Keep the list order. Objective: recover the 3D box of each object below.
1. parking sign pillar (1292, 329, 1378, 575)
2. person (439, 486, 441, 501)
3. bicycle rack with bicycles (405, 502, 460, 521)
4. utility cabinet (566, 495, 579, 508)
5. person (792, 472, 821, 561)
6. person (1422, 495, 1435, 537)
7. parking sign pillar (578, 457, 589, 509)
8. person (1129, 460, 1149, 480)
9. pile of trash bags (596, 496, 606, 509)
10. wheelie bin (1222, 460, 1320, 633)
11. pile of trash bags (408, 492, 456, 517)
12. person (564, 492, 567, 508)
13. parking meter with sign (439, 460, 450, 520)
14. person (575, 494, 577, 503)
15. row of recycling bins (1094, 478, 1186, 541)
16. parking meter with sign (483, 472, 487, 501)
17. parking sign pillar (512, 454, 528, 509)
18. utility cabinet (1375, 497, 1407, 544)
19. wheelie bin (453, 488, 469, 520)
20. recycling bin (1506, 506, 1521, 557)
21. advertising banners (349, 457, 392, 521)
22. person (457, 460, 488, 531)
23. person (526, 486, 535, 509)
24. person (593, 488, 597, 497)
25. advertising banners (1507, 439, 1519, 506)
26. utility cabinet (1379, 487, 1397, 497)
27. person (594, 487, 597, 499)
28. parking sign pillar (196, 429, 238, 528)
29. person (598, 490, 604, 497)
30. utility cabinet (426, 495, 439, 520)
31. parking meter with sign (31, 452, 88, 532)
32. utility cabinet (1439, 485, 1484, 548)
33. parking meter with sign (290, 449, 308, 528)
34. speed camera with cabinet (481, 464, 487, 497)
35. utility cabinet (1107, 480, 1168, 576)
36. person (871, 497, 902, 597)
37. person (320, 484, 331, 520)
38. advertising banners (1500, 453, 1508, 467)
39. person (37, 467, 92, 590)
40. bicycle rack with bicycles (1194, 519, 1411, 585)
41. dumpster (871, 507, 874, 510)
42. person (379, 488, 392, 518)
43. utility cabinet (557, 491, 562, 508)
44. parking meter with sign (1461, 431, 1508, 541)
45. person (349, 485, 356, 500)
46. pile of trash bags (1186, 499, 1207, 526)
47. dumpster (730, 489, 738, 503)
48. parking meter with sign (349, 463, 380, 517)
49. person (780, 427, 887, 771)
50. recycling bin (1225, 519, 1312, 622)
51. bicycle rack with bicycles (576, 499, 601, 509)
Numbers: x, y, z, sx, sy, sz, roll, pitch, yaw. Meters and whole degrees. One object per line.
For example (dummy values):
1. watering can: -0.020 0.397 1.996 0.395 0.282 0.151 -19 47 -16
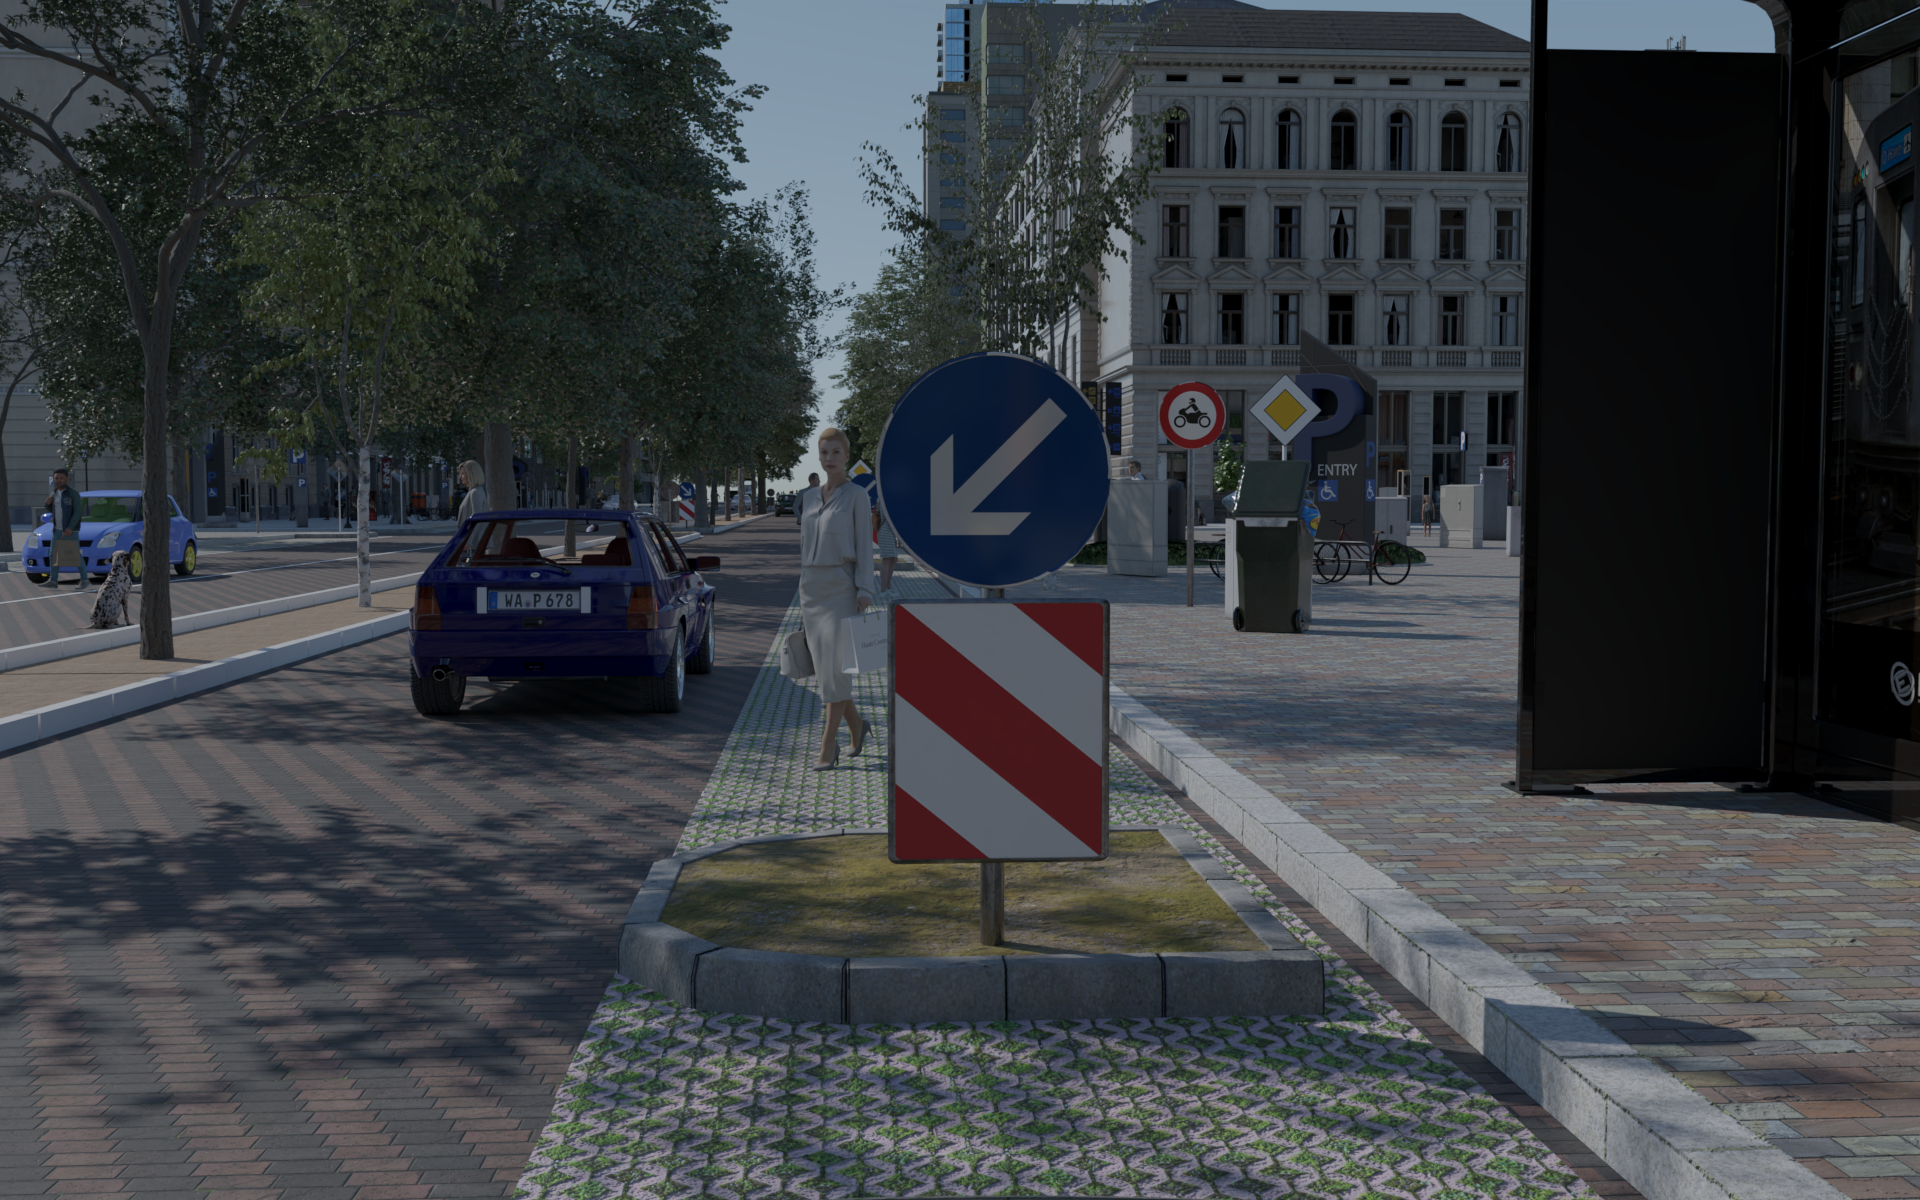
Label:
1. parking sign pillar: 6.030 -2.415 27.951 1.447 3.967 1.447 3 4 38
2. person: -33.091 -6.405 110.795 0.654 1.822 0.581 1 4 23
3. bicycle rack with bicycles: -25.228 -4.254 82.927 2.925 0.926 2.852 0 4 2
4. utility cabinet: -29.640 -7.416 132.408 1.020 1.237 0.306 1 4 16
5. person: -2.612 -1.331 30.369 0.391 1.810 0.635 3 4 37
6. person: 14.088 -2.531 52.096 0.362 1.253 0.373 1 4 19
7. parking sign pillar: -27.173 -8.362 125.194 1.447 3.967 1.447 0 4 4
8. person: 2.923 -1.356 28.310 0.850 1.850 0.679 1 4 9
9. pile of trash bags: -29.353 -7.735 136.219 3.447 1.369 1.912 1 4 20
10. wheelie bin: 2.927 -0.508 16.218 0.980 1.594 0.693 2 4 27
11. pile of trash bags: -29.733 -5.404 98.110 1.912 1.369 3.447 1 4 13
12. person: -27.381 -6.952 120.707 0.512 1.701 0.522 -3 5 -45
13. parking meter with sign: -26.014 -5.576 87.421 0.543 3.016 1.738 -1 4 -14
14. person: -26.171 -6.773 116.806 0.581 1.822 0.654 0 4 3
15. row of recycling bins: 4.782 -2.392 46.217 1.069 1.692 3.534 3 5 42
16. parking meter with sign: -36.734 -8.526 135.658 1.738 3.016 0.543 1 4 16
17. parking sign pillar: -26.521 -7.042 103.614 1.447 3.967 1.447 -1 4 -9
18. utility cabinet: 8.712 -1.510 35.844 1.020 1.237 0.306 0 4 6
19. wheelie bin: -24.688 -4.777 86.010 0.980 1.594 0.693 2 4 28
20. recycling bin: 11.652 -1.413 35.650 0.722 1.027 0.722 1 4 14
21. advertising banners: -28.121 -5.288 82.639 2.074 3.025 0.090 -1 4 -20
22. person: -5.324 -0.634 19.049 0.728 1.800 0.709 -1 4 -17
23. person: -25.361 -5.862 102.234 0.623 1.781 0.721 0 4 7
24. person: -29.543 -8.166 139.543 0.713 1.824 0.794 -1 4 -22
25. advertising banners: 17.210 -3.532 53.933 0.090 3.025 2.074 1 4 19
26. utility cabinet: 13.956 -2.918 56.391 0.318 1.500 1.173 2 4 32
27. person: -27.006 -7.426 127.807 0.444 1.785 0.601 2 4 27
28. parking sign pillar: -28.278 -4.730 65.804 1.447 3.967 1.447 -1 4 -12
29. person: -43.354 -12.441 210.183 1.217 1.736 0.721 -2 4 -35
30. utility cabinet: -25.887 -4.516 85.003 0.306 1.237 1.020 0 4 3
31. parking meter with sign: -29.241 -3.675 56.339 0.543 3.016 1.738 3 4 38
32. utility cabinet: 11.824 -1.969 40.876 0.318 1.500 1.173 -2 4 -24
33. parking meter with sign: -25.418 -4.311 66.753 0.543 3.016 1.738 -2 4 -25
34. speed camera with cabinet: -30.868 -7.383 115.044 2.038 3.252 0.660 2 4 28
35. utility cabinet: 2.786 -1.129 27.137 0.318 1.500 1.173 -2 4 -31
36. person: -1.011 -0.886 23.988 0.522 1.701 0.512 -1 4 -22
37. person: -31.231 -4.837 85.302 0.473 1.802 0.592 -2 4 -27
38. advertising banners: 22.558 -4.765 74.100 2.074 3.025 0.090 2 4 28
39. person: -13.266 -1.053 25.702 0.794 1.824 0.713 3 4 37
40. bicycle rack with bicycles: 4.548 -0.692 24.689 2.852 0.926 2.925 -3 4 -36
41. dumpster: -6.384 -8.034 133.844 1.502 2.255 1.985 0 4 -4
42. person: -30.806 -5.295 92.784 0.661 1.801 0.590 0 4 -6
43. utility cabinet: -30.542 -7.552 132.147 0.318 1.500 1.173 -1 4 -10
44. parking meter with sign: 14.716 -3.146 47.703 1.738 3.016 0.543 0 4 5
45. person: -30.206 -4.865 86.423 0.563 1.720 0.643 -3 4 -39
46. pile of trash bags: 8.553 -3.615 68.861 1.912 1.369 3.447 2 4 26
47. dumpster: -34.273 -15.909 265.064 1.985 2.255 1.502 0 4 -4
48. parking meter with sign: -32.900 -6.065 95.416 1.738 3.016 0.543 -3 4 -36
49. person: -0.615 -0.018 9.141 0.624 1.780 0.694 -3 5 -42
50. recycling bin: 3.129 -0.308 17.586 0.722 1.027 0.722 0 4 -7
51. bicycle rack with bicycles: -28.153 -7.116 129.732 2.852 0.926 2.925 0 4 2
